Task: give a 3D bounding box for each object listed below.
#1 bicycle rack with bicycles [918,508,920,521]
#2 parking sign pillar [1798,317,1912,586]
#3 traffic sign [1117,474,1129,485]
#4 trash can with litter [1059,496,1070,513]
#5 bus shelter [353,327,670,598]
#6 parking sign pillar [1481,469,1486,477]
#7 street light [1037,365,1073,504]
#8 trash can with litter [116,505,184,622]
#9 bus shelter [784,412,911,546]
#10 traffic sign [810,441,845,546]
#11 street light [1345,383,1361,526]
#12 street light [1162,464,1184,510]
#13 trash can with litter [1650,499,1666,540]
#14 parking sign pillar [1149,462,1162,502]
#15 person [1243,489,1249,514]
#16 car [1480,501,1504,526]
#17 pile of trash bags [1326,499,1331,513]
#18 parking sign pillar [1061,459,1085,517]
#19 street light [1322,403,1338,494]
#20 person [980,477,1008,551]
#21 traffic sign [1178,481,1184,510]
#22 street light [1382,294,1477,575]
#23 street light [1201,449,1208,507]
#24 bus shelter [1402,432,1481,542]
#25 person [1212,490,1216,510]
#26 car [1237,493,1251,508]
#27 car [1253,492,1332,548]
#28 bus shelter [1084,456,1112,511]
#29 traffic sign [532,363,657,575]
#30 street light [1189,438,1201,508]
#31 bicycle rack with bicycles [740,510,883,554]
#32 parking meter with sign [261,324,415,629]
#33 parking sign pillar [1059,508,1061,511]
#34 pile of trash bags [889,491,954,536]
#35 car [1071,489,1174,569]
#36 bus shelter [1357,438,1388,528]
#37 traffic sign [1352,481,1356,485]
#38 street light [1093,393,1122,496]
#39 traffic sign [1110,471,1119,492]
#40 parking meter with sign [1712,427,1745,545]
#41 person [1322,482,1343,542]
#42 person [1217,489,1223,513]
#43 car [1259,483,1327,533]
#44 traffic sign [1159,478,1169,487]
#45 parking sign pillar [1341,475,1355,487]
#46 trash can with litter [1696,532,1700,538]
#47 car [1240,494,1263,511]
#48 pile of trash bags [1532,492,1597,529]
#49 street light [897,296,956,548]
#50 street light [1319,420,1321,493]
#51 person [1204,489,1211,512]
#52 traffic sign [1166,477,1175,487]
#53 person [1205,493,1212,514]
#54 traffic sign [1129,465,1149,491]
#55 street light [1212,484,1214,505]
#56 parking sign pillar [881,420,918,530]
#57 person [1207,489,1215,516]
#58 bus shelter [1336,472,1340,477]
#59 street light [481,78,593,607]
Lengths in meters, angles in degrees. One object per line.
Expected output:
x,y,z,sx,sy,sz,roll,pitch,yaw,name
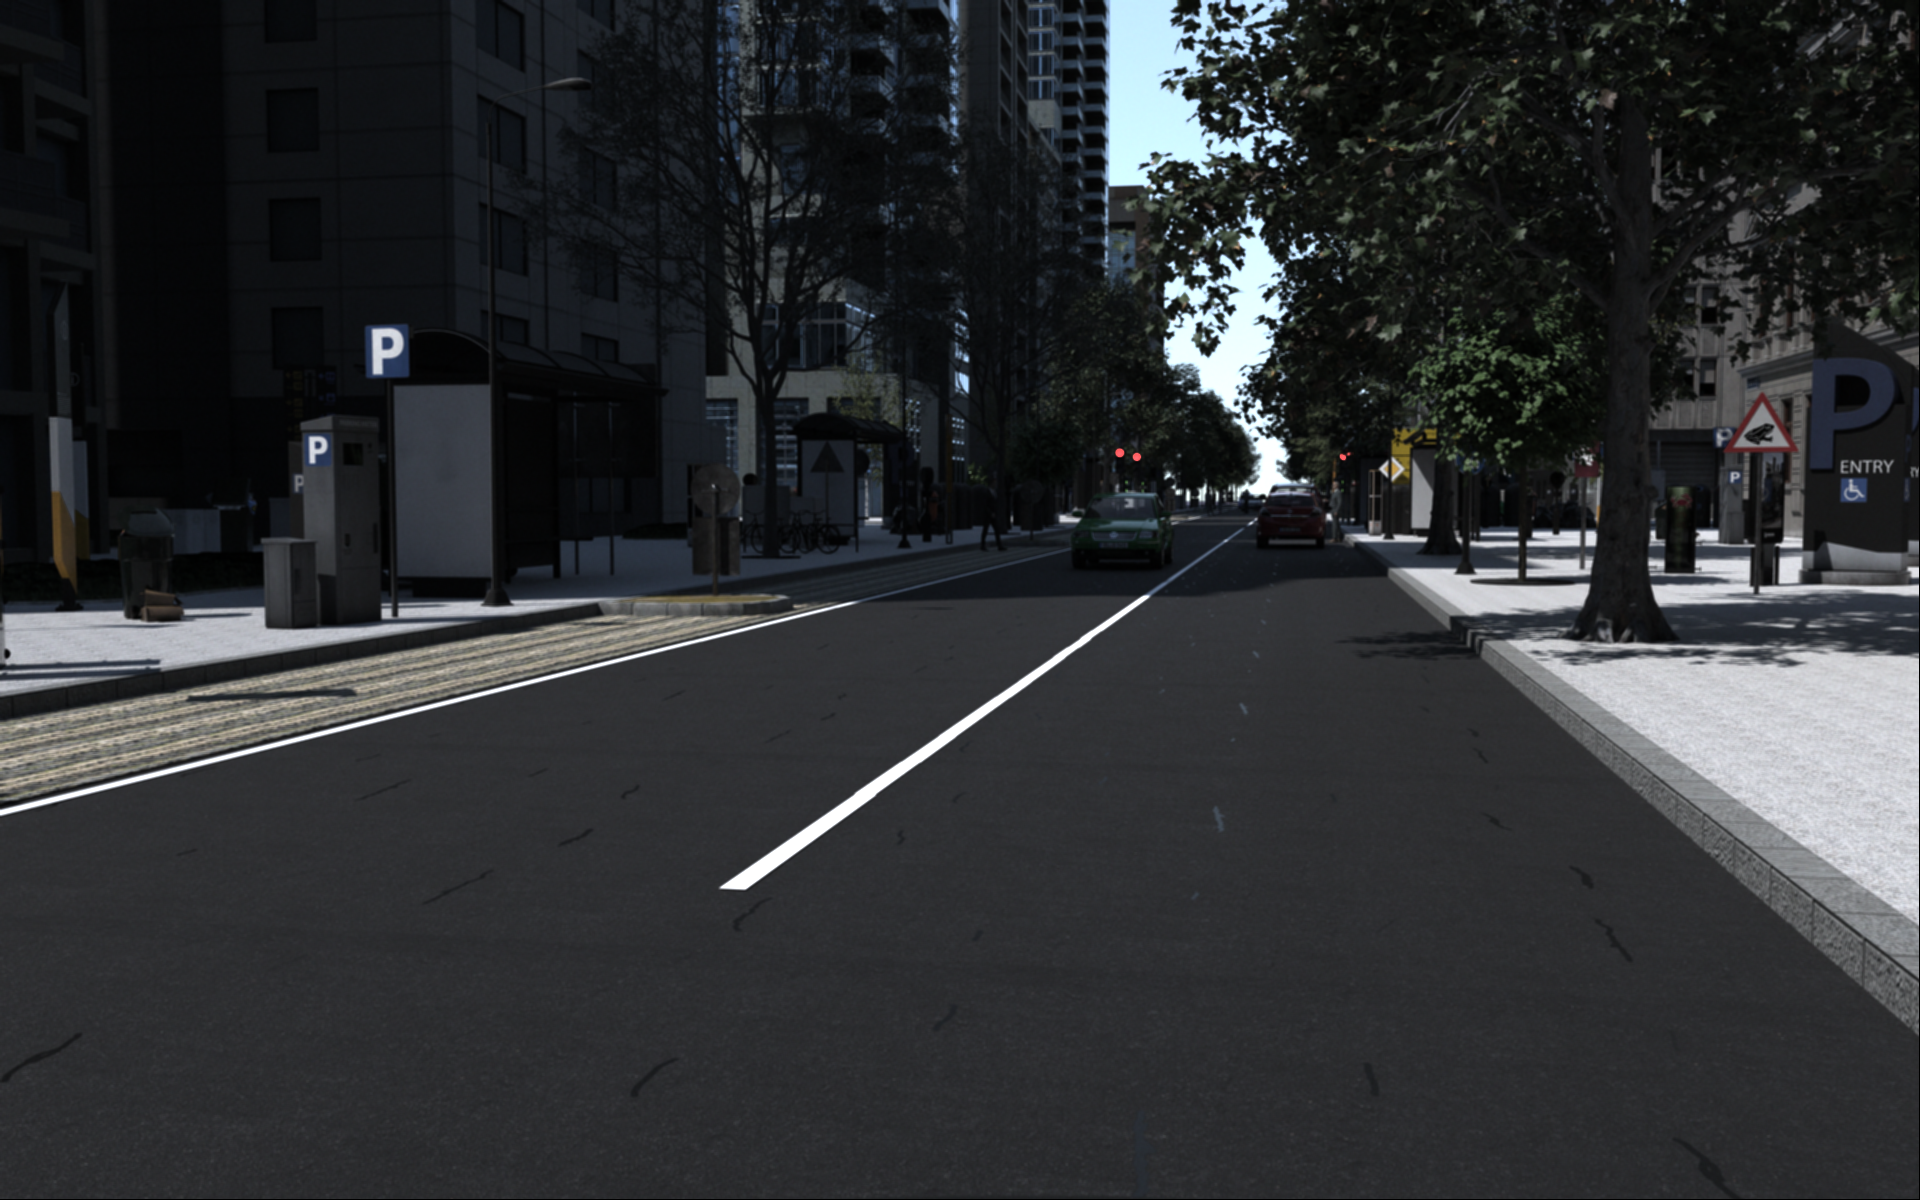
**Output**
-1.537,-3.257,66.639,2.925,0.926,2.852,-1,4,-10,bicycle rack with bicycles
12.845,-2.220,24.767,1.447,3.967,1.447,3,5,40,parking sign pillar
9.141,-5.927,97.019,0.768,2.556,0.104,1,4,14,traffic sign
7.174,-6.713,120.817,1.678,1.210,2.233,-2,4,-33,trash can with litter
-5.917,-1.828,23.813,2.014,3.302,5.546,1,4,11,bus shelter
31.273,-7.115,104.799,1.447,3.967,1.447,-1,4,-12,parking sign pillar
3.346,-5.485,62.226,1.470,5.913,1.316,1,4,11,street light
-8.224,-0.390,17.765,0.624,1.170,1.055,-3,5,-41,trash can with litter
-2.867,-3.165,45.664,2.014,3.302,5.546,1,4,11,bus shelter
-3.263,-2.601,42.536,0.884,2.594,0.081,1,4,14,traffic sign
11.565,-4.663,48.777,1.470,5.913,1.316,1,4,11,street light
14.894,-9.169,122.462,1.470,5.913,1.316,1,4,11,street light
19.568,-2.284,48.734,1.055,1.170,0.624,1,4,23,trash can with litter
14.731,-8.790,132.189,1.447,3.967,1.447,-1,4,-13,parking sign pillar
21.092,-7.282,127.745,0.473,1.802,0.592,2,4,32,person
21.440,-4.002,74.234,4.718,1.807,1.959,1,4,9,car
26.852,-6.692,119.160,1.912,1.369,3.447,-3,5,-44,pile of trash bags
6.663,-6.641,97.054,1.447,3.967,1.447,0,4,-8,parking sign pillar
15.477,-5.956,69.914,1.470,5.913,1.316,1,4,11,street light
0.832,-2.142,43.300,0.755,1.850,0.659,3,4,38,person
17.857,-8.477,140.729,0.606,2.300,0.079,1,4,17,traffic sign
7.561,-3.371,27.657,1.470,5.913,1.316,1,4,11,street light
21.179,-11.153,154.886,1.470,5.913,1.316,1,4,11,street light
13.690,-3.369,49.009,2.014,3.302,5.546,1,4,11,bus shelter
23.519,-9.282,160.291,0.705,1.821,1.348,0,4,3,person
28.930,-10.085,174.474,1.945,1.707,3.694,1,4,13,car
9.065,-2.340,47.295,2.155,1.783,4.494,1,4,12,car
8.733,-7.164,108.407,1.731,3.624,6.357,1,4,11,bus shelter
-5.801,-2.051,27.401,2.265,3.308,0.079,1,4,20,traffic sign
18.934,-10.461,143.574,1.470,5.913,1.316,1,4,11,street light
-3.503,-1.507,38.028,2.852,0.926,2.925,-3,5,-42,bicycle rack with bicycles
-6.159,-1.278,17.163,0.543,3.016,1.738,1,4,20,parking meter with sign
8.395,-8.871,133.505,1.447,3.967,1.447,-3,5,-40,parking sign pillar
-1.112,-2.753,54.761,1.912,1.369,3.447,-1,4,-10,pile of trash bags
3.293,-1.584,34.689,1.959,1.807,4.718,1,4,10,car
15.182,-4.171,62.113,2.014,3.302,5.546,1,4,11,bus shelter
22.418,-6.097,99.688,0.884,2.594,0.081,1,4,14,traffic sign
6.741,-6.563,79.839,1.470,5.913,1.316,1,4,11,street light
8.726,-5.960,97.547,0.768,2.556,0.104,1,4,14,traffic sign
19.779,-2.948,44.453,0.543,3.016,1.738,1,4,10,parking meter with sign
11.083,-2.614,51.417,0.590,1.801,0.661,0,4,-1,person
19.301,-7.344,128.591,0.388,1.821,0.555,-2,4,-24,person
11.380,-3.084,59.101,2.281,1.827,5.304,1,4,9,car
14.722,-7.692,125.763,0.884,2.594,0.081,1,4,14,traffic sign
29.616,-8.799,132.327,1.447,3.967,1.447,-2,4,-31,parking sign pillar
21.104,-2.408,50.750,1.055,1.170,0.624,-1,4,-20,trash can with litter
24.635,-8.199,146.061,2.014,1.417,4.499,1,4,10,car
22.140,-3.358,64.650,3.447,1.369,1.912,-3,4,-36,pile of trash bags
-0.785,-4.171,40.736,1.470,5.913,1.316,1,4,11,street light
18.985,-7.050,87.804,1.470,5.913,1.316,1,4,11,street light
18.942,-7.585,132.496,0.713,1.824,0.794,-1,4,-12,person
15.572,-7.854,128.524,0.768,2.556,0.104,1,4,16,traffic sign
18.109,-7.046,126.303,0.503,1.515,0.523,0,4,-6,person
12.365,-7.929,123.513,2.265,3.308,0.079,1,4,20,traffic sign
25.203,-12.460,176.262,1.470,5.913,1.316,1,4,11,street light
-2.174,-4.561,63.039,1.447,3.967,1.447,-3,5,-39,parking sign pillar
16.494,-6.422,113.769,0.573,1.790,0.520,1,4,12,person
32.923,-9.378,147.255,2.014,3.302,5.546,1,4,11,bus shelter
-4.789,-2.879,19.616,1.470,5.913,1.316,1,4,11,street light
